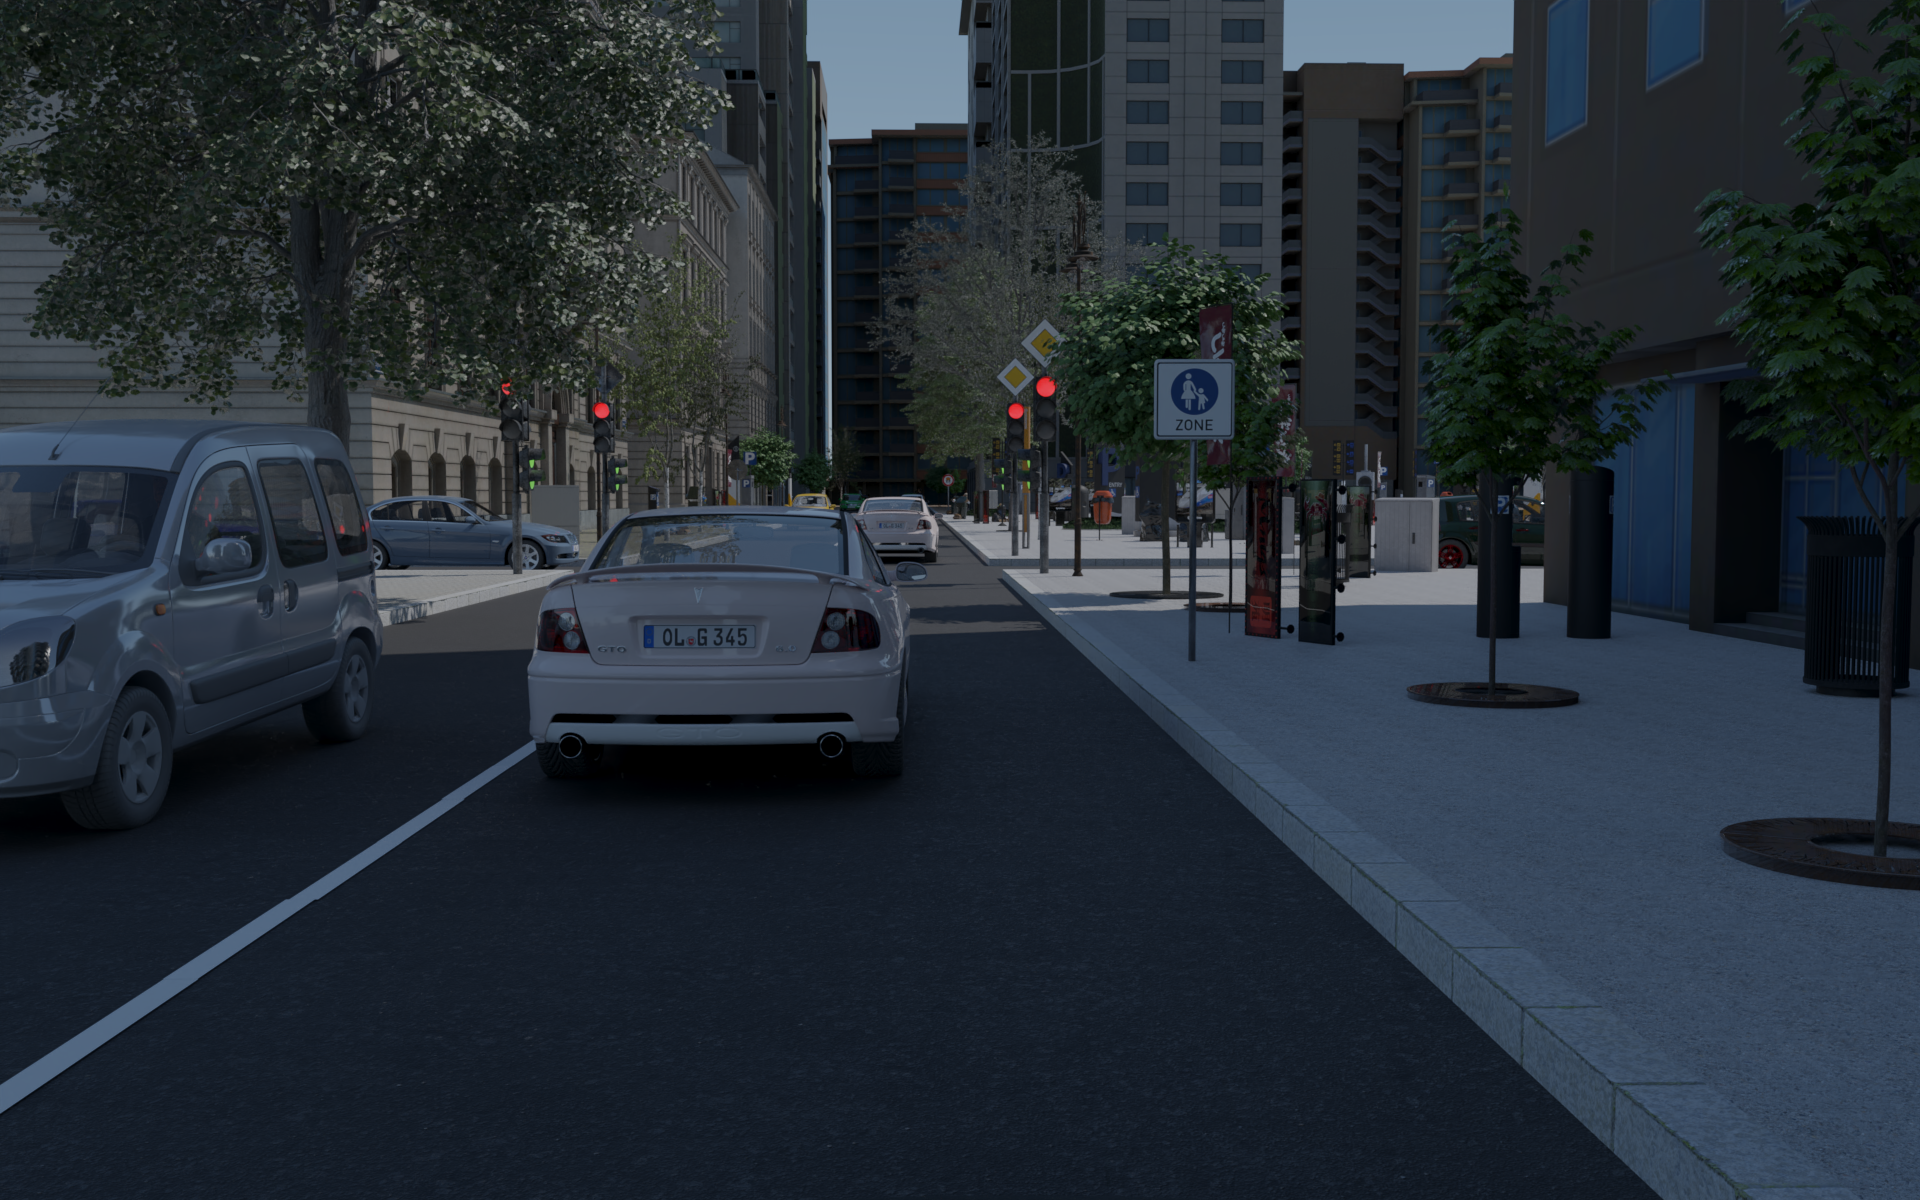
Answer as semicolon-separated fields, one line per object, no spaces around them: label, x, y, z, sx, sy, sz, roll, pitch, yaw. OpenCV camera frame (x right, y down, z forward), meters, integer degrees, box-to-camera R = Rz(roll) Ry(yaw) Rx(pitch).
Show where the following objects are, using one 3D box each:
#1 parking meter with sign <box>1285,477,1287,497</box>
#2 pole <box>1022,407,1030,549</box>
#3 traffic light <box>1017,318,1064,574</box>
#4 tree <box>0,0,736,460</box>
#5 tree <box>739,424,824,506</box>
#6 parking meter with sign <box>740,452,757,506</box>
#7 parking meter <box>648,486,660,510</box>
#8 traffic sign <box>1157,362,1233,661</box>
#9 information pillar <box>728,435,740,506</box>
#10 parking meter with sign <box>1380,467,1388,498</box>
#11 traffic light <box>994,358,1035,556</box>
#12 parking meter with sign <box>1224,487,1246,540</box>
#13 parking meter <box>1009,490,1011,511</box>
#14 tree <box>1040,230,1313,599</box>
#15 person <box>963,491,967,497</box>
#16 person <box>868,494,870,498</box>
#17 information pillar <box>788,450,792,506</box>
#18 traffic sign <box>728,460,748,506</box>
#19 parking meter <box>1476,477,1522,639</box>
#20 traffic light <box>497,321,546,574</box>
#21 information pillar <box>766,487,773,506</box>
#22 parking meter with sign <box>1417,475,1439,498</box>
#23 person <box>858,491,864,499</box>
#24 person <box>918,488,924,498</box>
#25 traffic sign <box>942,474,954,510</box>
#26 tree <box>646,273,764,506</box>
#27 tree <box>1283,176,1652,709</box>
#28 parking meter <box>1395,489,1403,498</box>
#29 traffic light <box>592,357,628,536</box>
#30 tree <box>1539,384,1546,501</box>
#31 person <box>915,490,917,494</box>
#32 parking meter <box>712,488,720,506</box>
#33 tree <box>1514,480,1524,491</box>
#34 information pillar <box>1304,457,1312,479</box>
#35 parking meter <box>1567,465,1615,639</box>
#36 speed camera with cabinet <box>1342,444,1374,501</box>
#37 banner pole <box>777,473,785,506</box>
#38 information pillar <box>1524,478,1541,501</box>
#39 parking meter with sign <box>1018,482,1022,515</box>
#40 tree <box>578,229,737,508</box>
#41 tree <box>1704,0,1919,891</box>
parking meter with sign;12.372;-4.517;70.110;1.738;3.016;0.543;1;4;23
pole;1.551;-2.858;40.577;0.158;3.312;0.155;0;3;0
traffic light;1.342;-2.382;27.869;0.839;4.253;0.868;0;4;-2
tree;-7.226;-6.925;19.885;9.857;13.997;8.962;0;3;0
tree;-9.217;-5.985;81.564;4.285;4.588;4.351;0;3;0
parking meter with sign;-8.670;-4.540;70.493;0.543;3.016;1.738;0;4;2
parking meter;-9.248;-2.691;52.416;0.372;1.533;0.369;0;3;0
traffic sign;1.781;-0.679;13.238;0.606;2.300;0.079;0;4;2
information pillar;-8.938;-4.720;68.522;0.504;3.616;0.183;-2;4;-30
parking meter with sign;26.950;-6.982;110.417;0.543;3.016;1.738;1;4;14
traffic light;1.124;-2.870;35.851;0.839;4.253;0.868;0;4;-2
parking meter with sign;7.976;-3.194;48.489;0.543;3.016;1.738;-1;4;-20
parking meter;2.658;-4.865;87.946;0.372;1.533;0.369;0;3;0
tree;2.674;-2.323;21.688;4.285;4.588;4.351;0;3;0
person;0.635;-11.154;190.865;0.705;1.824;1.348;3;5;44
person;-9.353;-10.112;177.087;0.557;1.426;1.065;2;4;23
information pillar;-8.959;-6.112;91.287;0.183;3.616;0.504;0;4;5
traffic sign;-8.215;-3.900;63.867;0.768;2.556;0.104;0;4;1
parking meter;4.824;-0.433;15.489;0.372;1.533;0.369;0;3;0
traffic light;-7.066;-2.367;27.624;0.839;4.253;0.868;0;4;-2
information pillar;-9.331;-4.910;84.770;0.304;2.012;0.304;-1;4;-16
parking meter with sign;18.612;-4.459;69.162;0.543;3.016;1.738;-1;4;-20
person;-8.756;-8.617;150.120;1.217;1.736;0.721;3;5;40
person;-2.632;-6.377;112.784;0.705;1.822;1.348;2;4;31
traffic sign;-0.752;-6.803;111.327;0.768;2.556;0.104;0;4;4
tree;-8.760;-6.614;58.504;4.360;8.622;3.978;0;3;0
tree;3.254;-0.981;10.643;1.663;3.219;1.824;0;3;0
parking meter;22.796;-4.988;89.965;0.372;1.533;0.369;0;3;0
traffic light;-7.284;-2.855;35.606;0.839;4.253;0.868;0;4;-2
tree;24.890;-7.538;73.613;4.360;8.622;3.978;0;3;0
person;-4.491;-10.415;178.802;0.705;1.822;1.348;-1;4;-19
parking meter;-10.727;-4.147;76.208;0.372;1.533;0.369;0;3;0
tree;30.956;-6.989;97.984;4.285;4.588;4.351;0;3;0
information pillar;21.883;-7.184;108.816;0.504;3.616;0.183;-1;4;-12
parking meter;5.625;-0.431;15.450;0.372;1.533;0.369;0;3;0
speed camera with cabinet;15.438;-4.565;68.976;2.038;3.252;0.660;1;4;17
banner pole;-9.705;-6.339;93.657;0.401;3.779;0.863;2;4;33
information pillar;13.931;-3.109;42.183;0.183;3.616;0.504;-2;4;-26
parking meter with sign;3.680;-6.807;107.553;0.543;3.016;1.738;-2;4;-32
tree;-8.302;-5.934;47.383;4.737;8.622;4.395;0;3;0
tree;3.369;-0.695;5.959;1.663;3.219;1.824;0;3;0
